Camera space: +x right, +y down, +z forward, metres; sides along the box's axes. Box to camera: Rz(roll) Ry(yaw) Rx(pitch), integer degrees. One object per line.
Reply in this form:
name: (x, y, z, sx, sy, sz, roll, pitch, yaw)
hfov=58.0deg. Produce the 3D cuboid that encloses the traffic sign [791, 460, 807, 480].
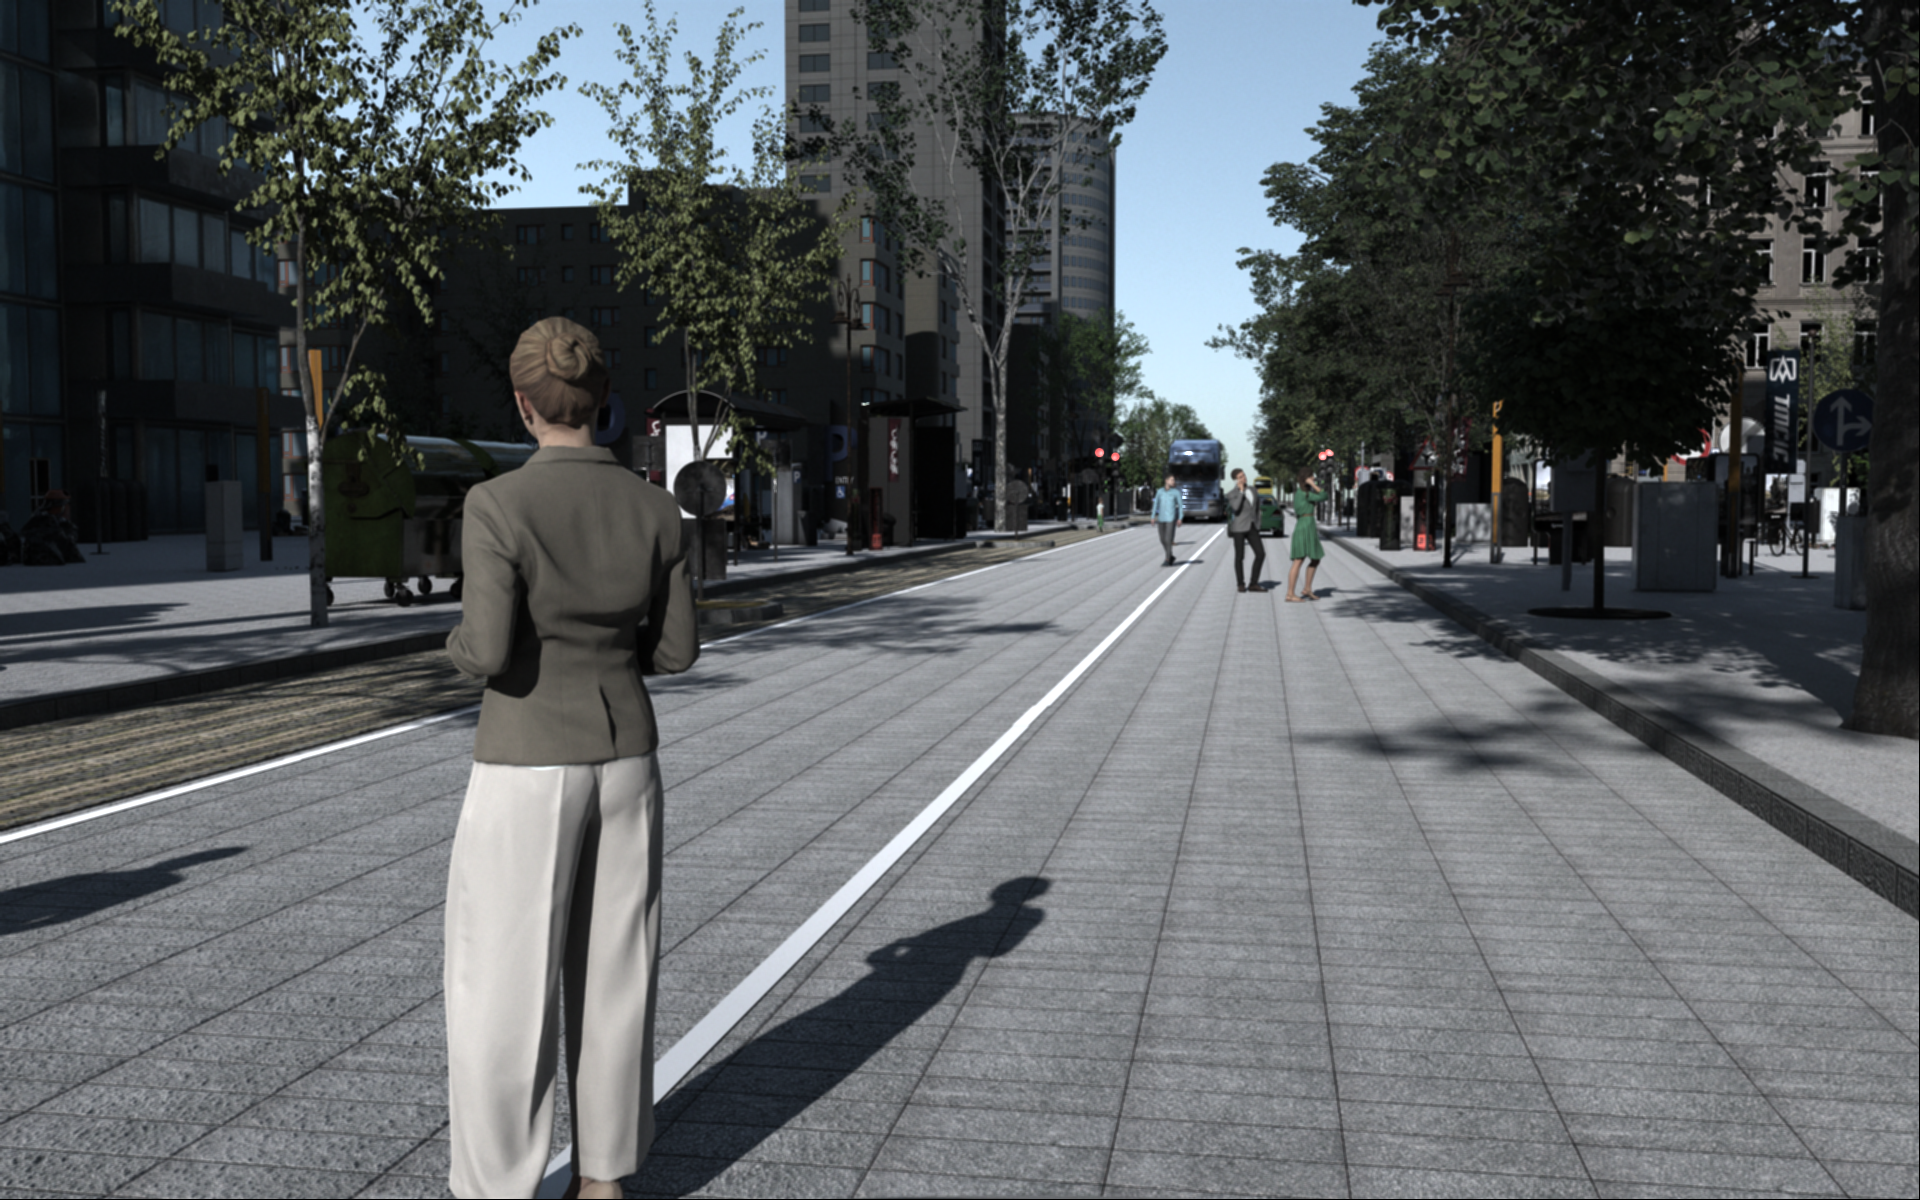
traffic sign: (-4.769, -3.015, 51.424, 0.606, 2.300, 0.079, 1, 4, 15)

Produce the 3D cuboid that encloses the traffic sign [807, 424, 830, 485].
traffic sign: (-3.327, -3.433, 50.000, 2.265, 3.308, 0.079, 1, 4, 13)

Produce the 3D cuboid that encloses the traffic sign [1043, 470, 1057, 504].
traffic sign: (4.684, -5.542, 90.713, 0.768, 2.556, 0.104, 1, 4, 15)

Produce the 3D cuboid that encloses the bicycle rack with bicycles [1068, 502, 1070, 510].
bicycle rack with bicycles: (9.806, -7.532, 136.535, 2.852, 0.926, 2.925, 0, 4, -8)

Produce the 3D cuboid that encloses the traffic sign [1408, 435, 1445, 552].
traffic sign: (10.372, -2.348, 38.399, 0.884, 2.594, 0.081, 1, 4, 12)

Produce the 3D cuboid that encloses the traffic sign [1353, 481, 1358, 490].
traffic sign: (33.350, -8.958, 146.561, 0.768, 2.556, 0.104, 1, 4, 18)

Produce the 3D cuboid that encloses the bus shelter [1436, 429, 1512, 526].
bus shelter: (16.708, -3.846, 56.800, 2.014, 3.302, 5.546, 1, 4, 10)

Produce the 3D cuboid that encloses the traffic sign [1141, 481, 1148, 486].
traffic sign: (15.630, -8.997, 147.202, 0.768, 2.556, 0.104, 1, 4, 19)

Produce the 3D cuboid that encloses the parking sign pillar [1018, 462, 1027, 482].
parking sign pillar: (5.298, -9.692, 146.934, 1.447, 3.967, 1.447, 1, 4, 16)

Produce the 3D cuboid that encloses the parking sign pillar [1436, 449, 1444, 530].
parking sign pillar: (17.761, -4.522, 62.404, 1.447, 3.967, 1.447, 1, 4, 12)

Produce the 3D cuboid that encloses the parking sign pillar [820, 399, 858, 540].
parking sign pillar: (-3.238, -3.691, 48.812, 1.447, 3.967, 1.447, 3, 5, 40)

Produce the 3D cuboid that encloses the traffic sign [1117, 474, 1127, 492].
traffic sign: (10.212, -6.714, 109.877, 0.768, 2.556, 0.104, 1, 4, 18)

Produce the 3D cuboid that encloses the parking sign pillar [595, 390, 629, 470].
parking sign pillar: (-6.734, -2.674, 32.188, 1.447, 3.967, 1.447, 2, 4, 30)

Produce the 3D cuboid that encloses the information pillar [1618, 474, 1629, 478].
information pillar: (24.779, -3.687, 64.770, 0.304, 2.012, 0.304, -2, 4, -24)

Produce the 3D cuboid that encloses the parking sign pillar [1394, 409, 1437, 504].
parking sign pillar: (14.149, -4.071, 55.040, 1.447, 3.967, 1.447, 2, 4, 27)

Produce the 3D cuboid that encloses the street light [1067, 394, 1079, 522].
street light: (5.237, -6.559, 80.030, 0.468, 5.910, 1.993, 1, 4, 10)

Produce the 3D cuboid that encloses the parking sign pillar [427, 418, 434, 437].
parking sign pillar: (-18.819, -4.497, 61.994, 1.447, 3.967, 1.447, -1, 4, -23)

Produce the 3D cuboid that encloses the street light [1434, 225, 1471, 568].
street light: (8.507, -3.503, 30.064, 0.468, 5.910, 1.993, 1, 4, 10)

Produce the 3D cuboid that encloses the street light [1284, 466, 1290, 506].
street light: (35.774, -13.165, 188.040, 0.468, 5.910, 1.993, 1, 4, 10)

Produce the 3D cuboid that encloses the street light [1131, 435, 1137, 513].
street light: (11.834, -8.923, 118.684, 0.468, 5.910, 1.993, 1, 4, 10)

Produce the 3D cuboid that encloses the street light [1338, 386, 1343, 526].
street light: (15.116, -5.869, 68.753, 0.468, 5.910, 1.993, 1, 4, 10)

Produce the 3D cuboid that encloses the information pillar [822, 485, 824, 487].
information pillar: (-7.327, -6.268, 93.839, 0.183, 3.616, 0.504, -3, 4, -38)

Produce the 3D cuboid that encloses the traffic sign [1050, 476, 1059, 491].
traffic sign: (5.794, -6.623, 108.390, 0.768, 2.556, 0.104, 1, 4, 19)

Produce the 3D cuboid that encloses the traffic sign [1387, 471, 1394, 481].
traffic sign: (23.981, -5.932, 97.086, 0.768, 2.556, 0.104, 1, 4, 18)

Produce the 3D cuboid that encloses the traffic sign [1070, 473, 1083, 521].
traffic sign: (5.606, -4.977, 83.501, 0.606, 2.300, 0.079, 1, 4, 19)

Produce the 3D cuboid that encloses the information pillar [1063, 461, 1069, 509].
information pillar: (7.358, -8.045, 122.895, 0.183, 3.616, 0.504, -1, 4, -16)

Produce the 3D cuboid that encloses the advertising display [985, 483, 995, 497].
advertising display: (1.982, -6.078, 104.595, 0.974, 1.923, 0.123, 0, 4, -6)

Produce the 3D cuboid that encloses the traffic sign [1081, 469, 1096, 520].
traffic sign: (6.368, -5.270, 86.264, 0.768, 2.556, 0.104, 1, 4, 10)

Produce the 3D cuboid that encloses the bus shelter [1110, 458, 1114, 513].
bus shelter: (9.627, -7.670, 116.694, 1.731, 3.624, 6.357, 1, 4, 10)

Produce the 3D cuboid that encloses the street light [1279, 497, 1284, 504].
street light: (42.419, -15.529, 226.685, 0.468, 5.910, 1.993, 1, 4, 10)

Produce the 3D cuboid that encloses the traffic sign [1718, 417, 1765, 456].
traffic sign: (13.023, -1.760, 28.885, 0.768, 2.556, 0.104, 1, 4, 16)

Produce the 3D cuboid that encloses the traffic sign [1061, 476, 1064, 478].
traffic sign: (6.794, -7.196, 117.764, 0.768, 2.556, 0.104, 1, 4, 11)

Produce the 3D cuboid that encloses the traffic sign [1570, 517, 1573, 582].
traffic sign: (8.914, -1.541, 25.298, 0.768, 2.556, 0.104, 1, 4, 14)

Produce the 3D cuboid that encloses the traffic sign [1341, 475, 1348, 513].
traffic sign: (25.249, -6.958, 113.866, 0.768, 2.556, 0.104, 1, 4, 18)

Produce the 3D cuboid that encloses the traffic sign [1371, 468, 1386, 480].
traffic sign: (15.982, -3.918, 66.187, 0.606, 2.300, 0.079, 1, 4, 16)

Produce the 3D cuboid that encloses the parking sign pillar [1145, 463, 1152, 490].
parking sign pillar: (15.898, -9.783, 148.426, 1.447, 3.967, 1.447, -3, 5, -44)

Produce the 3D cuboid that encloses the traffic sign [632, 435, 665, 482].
traffic sign: (-5.446, -1.723, 30.302, 0.606, 2.300, 0.079, 1, 4, 14)

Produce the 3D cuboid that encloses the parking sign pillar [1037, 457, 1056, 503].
parking sign pillar: (6.200, -8.316, 124.445, 1.447, 3.967, 1.447, -1, 4, -11)

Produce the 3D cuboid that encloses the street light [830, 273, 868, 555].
street light: (-2.330, -3.894, 36.447, 0.468, 5.910, 1.993, 1, 4, 10)

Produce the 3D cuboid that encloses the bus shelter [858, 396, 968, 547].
bus shelter: (-1.142, -3.274, 44.805, 1.731, 3.624, 6.357, 1, 4, 10)

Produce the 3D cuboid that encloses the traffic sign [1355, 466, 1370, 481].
traffic sign: (17.877, -4.702, 76.986, 0.768, 2.556, 0.104, 1, 4, 19)

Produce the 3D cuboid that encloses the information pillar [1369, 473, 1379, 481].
information pillar: (14.216, -3.365, 59.506, 0.304, 2.012, 0.304, 1, 4, 9)

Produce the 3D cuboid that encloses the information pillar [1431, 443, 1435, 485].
information pillar: (21.611, -5.409, 79.797, 0.504, 3.616, 0.183, 0, 4, 3)

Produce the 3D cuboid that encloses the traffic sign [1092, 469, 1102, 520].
traffic sign: (6.779, -5.327, 87.200, 0.768, 2.556, 0.104, 1, 4, 12)

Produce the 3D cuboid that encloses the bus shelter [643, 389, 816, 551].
bus shelter: (-4.683, -2.584, 36.173, 2.014, 3.302, 5.546, 1, 4, 10)

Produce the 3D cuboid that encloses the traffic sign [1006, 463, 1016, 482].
traffic sign: (1.887, -4.314, 70.638, 0.768, 2.556, 0.104, 1, 4, 14)

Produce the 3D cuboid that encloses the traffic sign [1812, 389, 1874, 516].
traffic sign: (10.748, -1.283, 21.078, 0.768, 2.556, 0.104, 1, 4, 14)

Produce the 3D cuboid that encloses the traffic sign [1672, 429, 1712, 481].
traffic sign: (13.197, -1.915, 31.424, 0.768, 2.556, 0.104, 1, 4, 11)

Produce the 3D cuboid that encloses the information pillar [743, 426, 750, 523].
information pillar: (-7.091, -4.052, 57.610, 0.183, 3.616, 0.504, 1, 4, 9)

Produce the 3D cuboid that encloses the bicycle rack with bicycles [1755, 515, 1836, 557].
bicycle rack with bicycles: (17.711, -1.349, 35.431, 2.852, 0.926, 2.925, 3, 5, 43)

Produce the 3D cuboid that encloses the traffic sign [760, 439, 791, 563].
traffic sign: (-3.435, -1.843, 32.258, 0.606, 2.300, 0.079, 1, 4, 14)

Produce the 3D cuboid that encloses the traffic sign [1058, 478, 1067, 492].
traffic sign: (6.405, -6.545, 109.145, 0.606, 2.300, 0.079, 1, 4, 12)

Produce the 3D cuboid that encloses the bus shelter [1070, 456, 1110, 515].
bus shelter: (8.072, -7.166, 108.453, 1.731, 3.624, 6.357, 1, 4, 10)

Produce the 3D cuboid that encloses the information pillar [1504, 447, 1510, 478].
information pillar: (26.474, -5.667, 84.011, 0.504, 3.616, 0.183, -2, 4, -35)

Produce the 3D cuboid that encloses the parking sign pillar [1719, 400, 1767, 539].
parking sign pillar: (22.673, -3.771, 50.130, 1.447, 3.967, 1.447, -2, 4, -34)

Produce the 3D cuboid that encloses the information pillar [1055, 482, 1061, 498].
information pillar: (5.815, -5.986, 102.356, 0.304, 2.012, 0.304, 1, 4, 15)

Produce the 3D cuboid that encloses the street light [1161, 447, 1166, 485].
street light: (18.186, -11.156, 155.186, 0.468, 5.910, 1.993, 1, 4, 10)

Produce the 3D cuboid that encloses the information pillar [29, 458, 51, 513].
information pillar: (-18.830, -1.896, 35.491, 0.304, 2.012, 0.304, 3, 5, 42)
